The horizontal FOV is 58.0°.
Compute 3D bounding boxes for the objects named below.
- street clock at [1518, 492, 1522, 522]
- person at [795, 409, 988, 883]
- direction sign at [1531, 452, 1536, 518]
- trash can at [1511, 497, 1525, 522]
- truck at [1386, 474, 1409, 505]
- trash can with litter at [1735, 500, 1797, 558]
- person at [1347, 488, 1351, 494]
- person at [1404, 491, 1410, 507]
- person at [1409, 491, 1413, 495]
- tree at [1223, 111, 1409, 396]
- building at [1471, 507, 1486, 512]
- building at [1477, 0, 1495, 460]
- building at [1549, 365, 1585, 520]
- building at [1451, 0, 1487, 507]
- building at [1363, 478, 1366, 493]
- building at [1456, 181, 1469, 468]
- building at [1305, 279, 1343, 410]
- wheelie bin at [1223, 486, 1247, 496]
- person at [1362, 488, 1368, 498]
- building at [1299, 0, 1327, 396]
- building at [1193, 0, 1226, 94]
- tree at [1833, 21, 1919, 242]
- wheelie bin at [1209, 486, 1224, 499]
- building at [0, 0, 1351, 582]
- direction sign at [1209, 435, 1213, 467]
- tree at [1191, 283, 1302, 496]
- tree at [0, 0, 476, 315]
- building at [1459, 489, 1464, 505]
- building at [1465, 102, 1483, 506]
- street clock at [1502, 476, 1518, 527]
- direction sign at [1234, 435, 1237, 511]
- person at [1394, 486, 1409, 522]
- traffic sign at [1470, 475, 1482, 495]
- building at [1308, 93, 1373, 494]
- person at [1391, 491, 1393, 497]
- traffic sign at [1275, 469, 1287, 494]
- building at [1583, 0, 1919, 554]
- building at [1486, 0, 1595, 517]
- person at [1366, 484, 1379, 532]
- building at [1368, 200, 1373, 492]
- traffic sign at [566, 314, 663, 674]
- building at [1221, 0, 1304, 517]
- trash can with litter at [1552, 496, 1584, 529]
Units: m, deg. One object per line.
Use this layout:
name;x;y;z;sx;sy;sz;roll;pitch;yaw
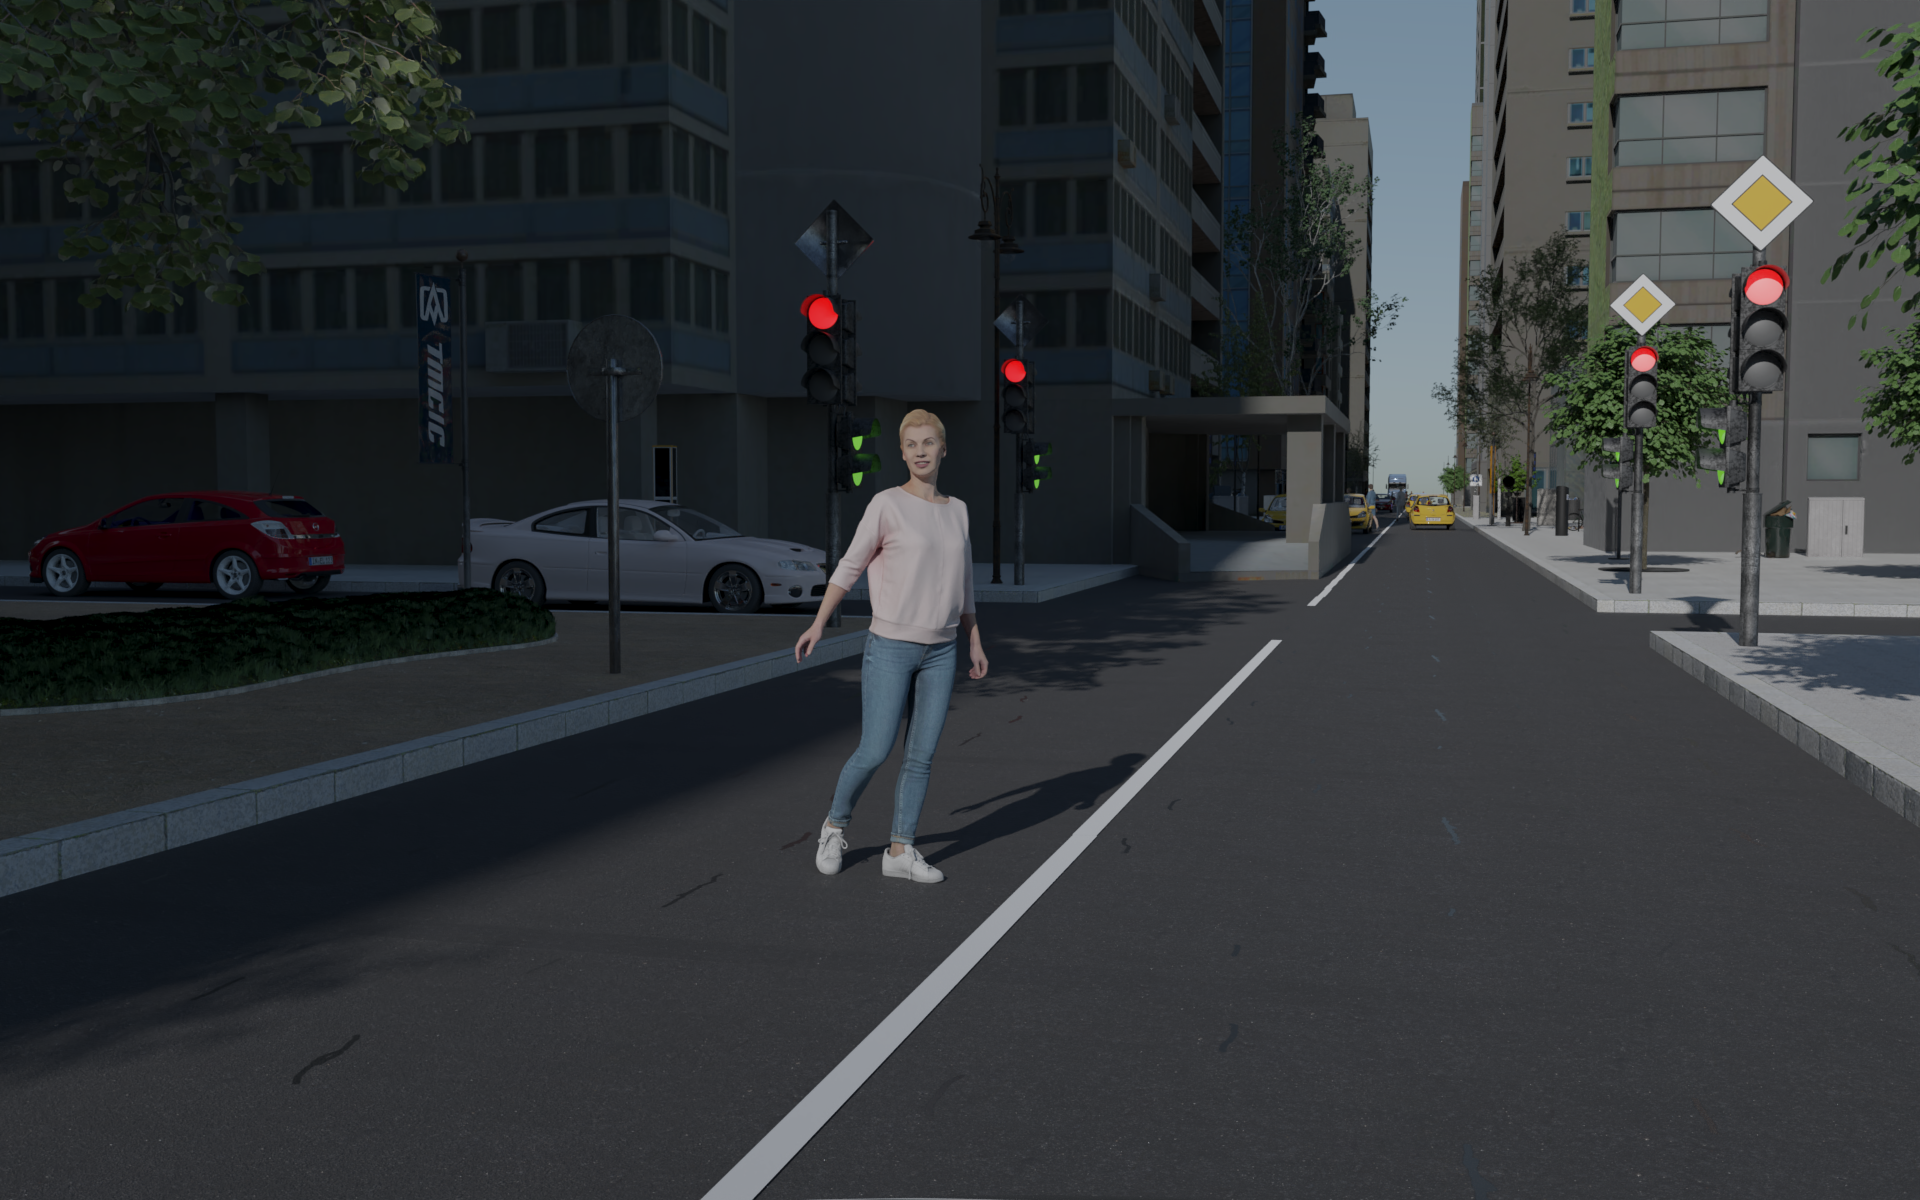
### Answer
street clock;25.033;-4.478;77.784;0.358;2.002;0.471;2;4;27
person;-0.322;0.167;6.447;0.598;1.740;0.731;3;5;44
direction sign;30.830;-6.207;93.485;0.379;3.537;0.876;-1;4;-10
trash can;25.414;-4.100;78.687;0.748;1.137;0.748;0;3;0
truck;60.305;-15.227;238.725;2.967;4.110;18.799;1;4;14
trash can with litter;16.159;-1.428;34.737;1.055;1.170;0.624;1;4;15
person;19.736;-4.814;87.886;0.598;1.740;0.731;-3;5;-41
person;48.219;-10.902;187.454;1.217;1.736;0.721;-1;4;-9
person;58.312;-13.165;223.765;1.348;1.821;0.705;2;4;27
tree;16.322;-14.243;88.762;12.611;20.169;13.585;0;3;0
building;48.496;-42.022;125.319;20.563;71.187;20.611;1;4;15
building;55.964;-37.145;149.324;21.231;58.520;28.212;1;4;15
building;38.938;-46.574;74.164;22.319;86.520;31.000;1;4;15
building;74.023;-47.875;221.005;20.563;71.187;20.611;1;4;15
building;29.155;-30.756;194.735;32.217;40.220;23.993;1;4;15
building;76.109;-36.031;239.217;14.600;45.320;14.200;1;4;15
building;19.788;-19.066;156.767;27.650;21.520;28.899;1;4;15
wheelie bin;13.567;-4.680;84.418;0.693;1.594;0.980;-3;5;-43
person;28.977;-7.037;123.521;1.348;1.831;0.705;-1;4;-17
building;15.173;-28.919;127.452;22.147;44.769;28.867;1;4;15
building;-1.203;-27.258;69.366;21.300;48.544;21.600;1;4;15
tree;5.737;-1.469;7.724;4.285;4.588;4.351;0;3;0
wheelie bin;14.349;-5.401;96.220;0.980;1.594;0.693;-2;4;-34
building;-7.758;-21.212;38.704;32.217;40.220;23.993;1;4;15
direction sign;6.979;-3.533;49.767;0.379;3.537;0.876;-2;4;-27
tree;10.051;-6.793;61.427;4.737;8.622;4.395;0;3;0
tree;-5.097;-5.415;6.662;7.486;12.596;7.792;0;3;0
building;74.501;-30.986;198.496;32.217;40.220;23.993;1;4;15
building;60.686;-30.512;182.466;14.154;41.232;14.086;1;4;15
street clock;21.665;-3.904;68.408;0.471;2.002;0.358;1;4;22
direction sign;8.453;-3.745;53.226;0.379;3.537;0.876;0;4;6
person;22.659;-4.922;88.855;0.818;1.842;0.514;3;4;36
traffic sign;26.906;-5.395;90.340;0.606;2.300;0.079;2;4;24
building;39.859;-36.189;215.389;21.300;48.544;21.600;1;4;15
person;50.335;-11.796;202.072;0.721;1.735;1.217;0;4;-3
traffic sign;13.258;-4.227;71.237;0.606;2.300;0.079;1;4;19
building;22.919;-21.934;42.215;14.154;41.232;14.086;1;4;15
building;43.875;-29.445;105.131;21.300;48.544;21.600;1;4;15
person;15.670;-3.509;65.901;0.581;1.822;0.654;-2;4;-27
building;47.614;-33.541;231.983;14.154;41.232;14.086;1;4;15
traffic sign;-2.469;-0.747;12.320;0.768;2.556;0.104;1;4;18
building;13.365;-27.857;105.574;14.600;45.320;14.200;1;4;15
trash can with litter;22.836;-3.201;63.388;2.233;1.210;1.678;1;4;18
